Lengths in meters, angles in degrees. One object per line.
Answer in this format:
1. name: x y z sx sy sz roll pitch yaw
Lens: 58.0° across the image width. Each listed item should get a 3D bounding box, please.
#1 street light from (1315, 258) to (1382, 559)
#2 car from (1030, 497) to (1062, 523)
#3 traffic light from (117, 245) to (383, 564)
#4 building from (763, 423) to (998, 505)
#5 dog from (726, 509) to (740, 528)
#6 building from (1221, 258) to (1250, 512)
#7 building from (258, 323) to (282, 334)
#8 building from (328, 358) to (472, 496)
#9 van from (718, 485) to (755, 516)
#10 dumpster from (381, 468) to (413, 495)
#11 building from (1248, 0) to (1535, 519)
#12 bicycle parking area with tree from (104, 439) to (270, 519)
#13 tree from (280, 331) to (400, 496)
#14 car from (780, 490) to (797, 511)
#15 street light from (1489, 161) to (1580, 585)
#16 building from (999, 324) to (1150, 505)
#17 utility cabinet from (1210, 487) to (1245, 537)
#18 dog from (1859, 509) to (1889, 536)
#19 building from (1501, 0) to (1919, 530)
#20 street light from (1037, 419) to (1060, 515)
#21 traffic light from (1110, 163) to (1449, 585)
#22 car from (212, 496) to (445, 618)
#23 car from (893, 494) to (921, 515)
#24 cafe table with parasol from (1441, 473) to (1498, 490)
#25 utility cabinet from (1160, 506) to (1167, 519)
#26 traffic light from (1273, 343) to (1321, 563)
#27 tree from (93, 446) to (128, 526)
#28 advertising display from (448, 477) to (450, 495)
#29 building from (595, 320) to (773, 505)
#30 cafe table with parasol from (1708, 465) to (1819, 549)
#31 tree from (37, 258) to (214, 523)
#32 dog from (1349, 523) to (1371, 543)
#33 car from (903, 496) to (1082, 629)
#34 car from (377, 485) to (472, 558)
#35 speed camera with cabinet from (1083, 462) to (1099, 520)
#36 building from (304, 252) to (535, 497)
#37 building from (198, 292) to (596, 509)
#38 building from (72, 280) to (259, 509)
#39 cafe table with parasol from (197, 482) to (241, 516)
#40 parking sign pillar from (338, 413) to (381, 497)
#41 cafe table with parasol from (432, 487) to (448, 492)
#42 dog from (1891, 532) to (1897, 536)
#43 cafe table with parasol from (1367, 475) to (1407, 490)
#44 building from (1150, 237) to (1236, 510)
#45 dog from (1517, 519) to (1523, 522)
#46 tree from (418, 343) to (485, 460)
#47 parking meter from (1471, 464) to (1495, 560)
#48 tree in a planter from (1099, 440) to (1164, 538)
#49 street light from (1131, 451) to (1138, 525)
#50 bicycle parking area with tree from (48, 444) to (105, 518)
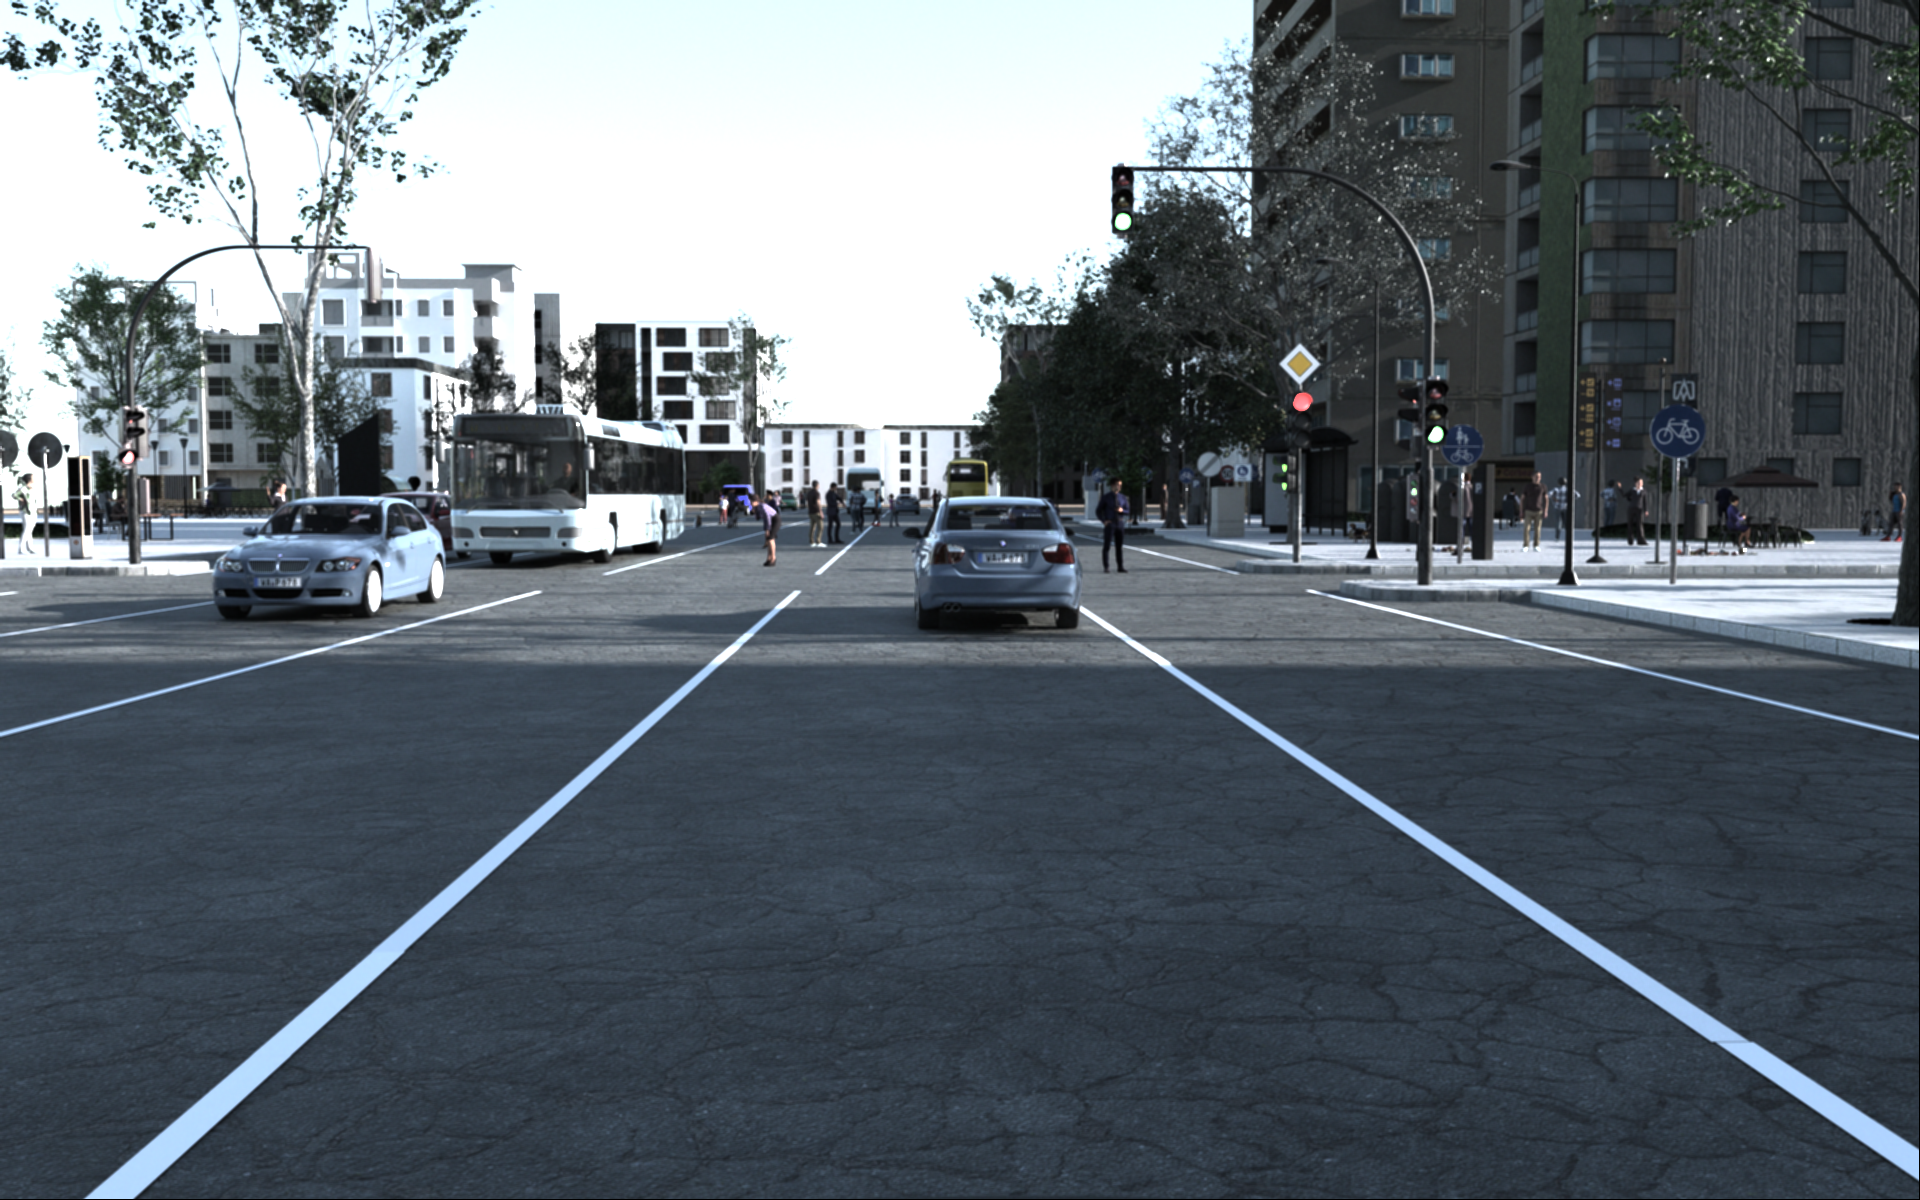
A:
1. street light: 7.666 -3.773 34.226 1.470 5.913 1.316 0 4 -2
2. car: 2.191 -2.546 54.204 1.945 1.354 3.894 0 4 -2
3. traffic light: -13.019 -3.490 31.736 4.771 5.953 1.251 0 4 -2
4. building: -9.333 -16.368 209.759 28.070 9.664 9.099 0 4 -2
5. dog: -9.665 -3.423 72.796 0.800 0.831 0.513 0 4 -2
6. building: 28.111 -16.852 131.951 16.016 20.091 11.380 0 4 -2
7. building: -73.308 -22.868 217.861 32.646 21.610 27.936 0 4 -2
8. building: -38.403 -10.920 120.686 9.099 9.664 28.070 0 4 -2
9. van: -14.869 -6.814 115.788 2.240 2.365 5.245 0 4 0
10. dumpster: -21.079 -3.732 63.514 1.502 2.255 1.985 0 4 -2
11. building: 28.953 -28.930 96.704 21.300 48.544 21.600 0 4 -2
12. bicycle parking area with tree: -41.668 -6.405 91.722 9.016 4.147 8.231 -2 4 -27
13. tree: -28.215 -7.786 77.667 4.360 8.622 3.978 0 3 0
14. car: -14.907 -8.520 148.103 1.959 1.807 4.718 0 4 -2
15. street light: 8.077 -3.168 24.343 1.470 5.913 1.316 0 4 -2
16. building: 21.907 -22.974 219.601 32.646 21.610 27.936 0 4 -2
17. utility cabinet: 7.885 -2.592 51.052 1.173 1.500 0.318 -3 5 -40
18. dog: 27.994 -2.382 53.327 0.800 0.831 0.513 -1 4 -18
19. building: 29.355 -23.528 68.279 14.154 41.232 14.086 0 4 -2
20. street light: 5.492 -8.251 107.443 1.470 5.913 1.316 0 4 -2
21. traffic light: 4.434 -3.024 24.106 4.771 5.953 1.251 0 4 -2
22. car: -7.699 -0.583 21.529 2.014 1.417 4.499 0 4 -2
23. car: -3.745 -6.720 121.878 2.014 1.417 4.499 0 4 -3
24. cafe table with parasol: 16.591 -3.201 57.201 2.610 1.966 2.610 0 4 -5
25. utility cabinet: 10.196 -4.620 86.698 0.306 1.237 1.020 0 4 3
26. traffic light: 6.284 -2.653 32.291 0.839 4.253 0.868 0 4 -2
27. tree: -34.201 -4.569 69.297 1.663 3.219 1.824 0 3 0
28. advertising display: -18.377 -3.593 63.959 0.974 1.923 0.123 0 4 -4
29. building: -40.634 -22.840 217.408 32.646 21.610 27.936 0 4 -2
30. cafe table with parasol: 19.060 -2.222 41.191 2.610 1.966 2.610 -2 4 -28
31. tree: -37.247 -9.280 77.483 9.928 11.665 9.643 0 3 0
32. dog: 10.542 -1.762 45.634 0.540 0.507 0.406 1 4 8
33. car: 0.356 -0.472 19.715 2.014 1.417 4.499 0 4 -2
34. car: -11.837 -1.722 37.200 2.155 1.783 4.494 0 4 0
35. speed camera with cabinet: 6.589 -5.671 87.058 0.660 3.252 2.038 0 4 -2
36. building: -42.873 -17.342 139.969 16.016 20.091 11.380 0 4 -2
37. building: -50.997 -17.965 160.189 31.486 18.905 16.747 0 4 -2
38. building: -72.428 -18.554 159.773 11.380 20.091 16.016 0 4 -2
39. cafe table with parasol: -43.415 -5.910 101.502 2.610 1.966 2.610 1 4 13
40. parking sign pillar: -19.903 -4.216 57.410 1.447 3.967 1.447 -1 4 -13
41. cafe table with parasol: -27.804 -5.613 96.632 2.610 1.966 2.610 1 4 10
42. dog: 28.831 -2.419 53.927 0.513 0.831 0.800 -1 4 -21
43. cafe table with parasol: 16.272 -3.597 63.672 2.610 1.966 2.610 0 4 7
44. building: 33.430 -18.983 154.355 27.936 21.610 32.646 0 4 -2
45. dog: 25.747 -3.797 79.810 0.748 0.427 0.550 1 4 20
46. tree: -28.526 -10.286 102.593 7.601 10.594 8.767 0 4 1
47. parking meter: 10.201 -1.718 33.796 0.255 1.863 0.399 -1 4 -23
48. tree in a planter: 5.596 -3.654 56.965 1.991 3.239 1.994 0 4 -2
49. street light: 6.636 -6.015 70.883 1.470 5.913 1.316 0 4 -2
50. bicycle parking area with tree: -53.679 -6.827 98.617 8.231 4.147 9.016 -1 4 -19
